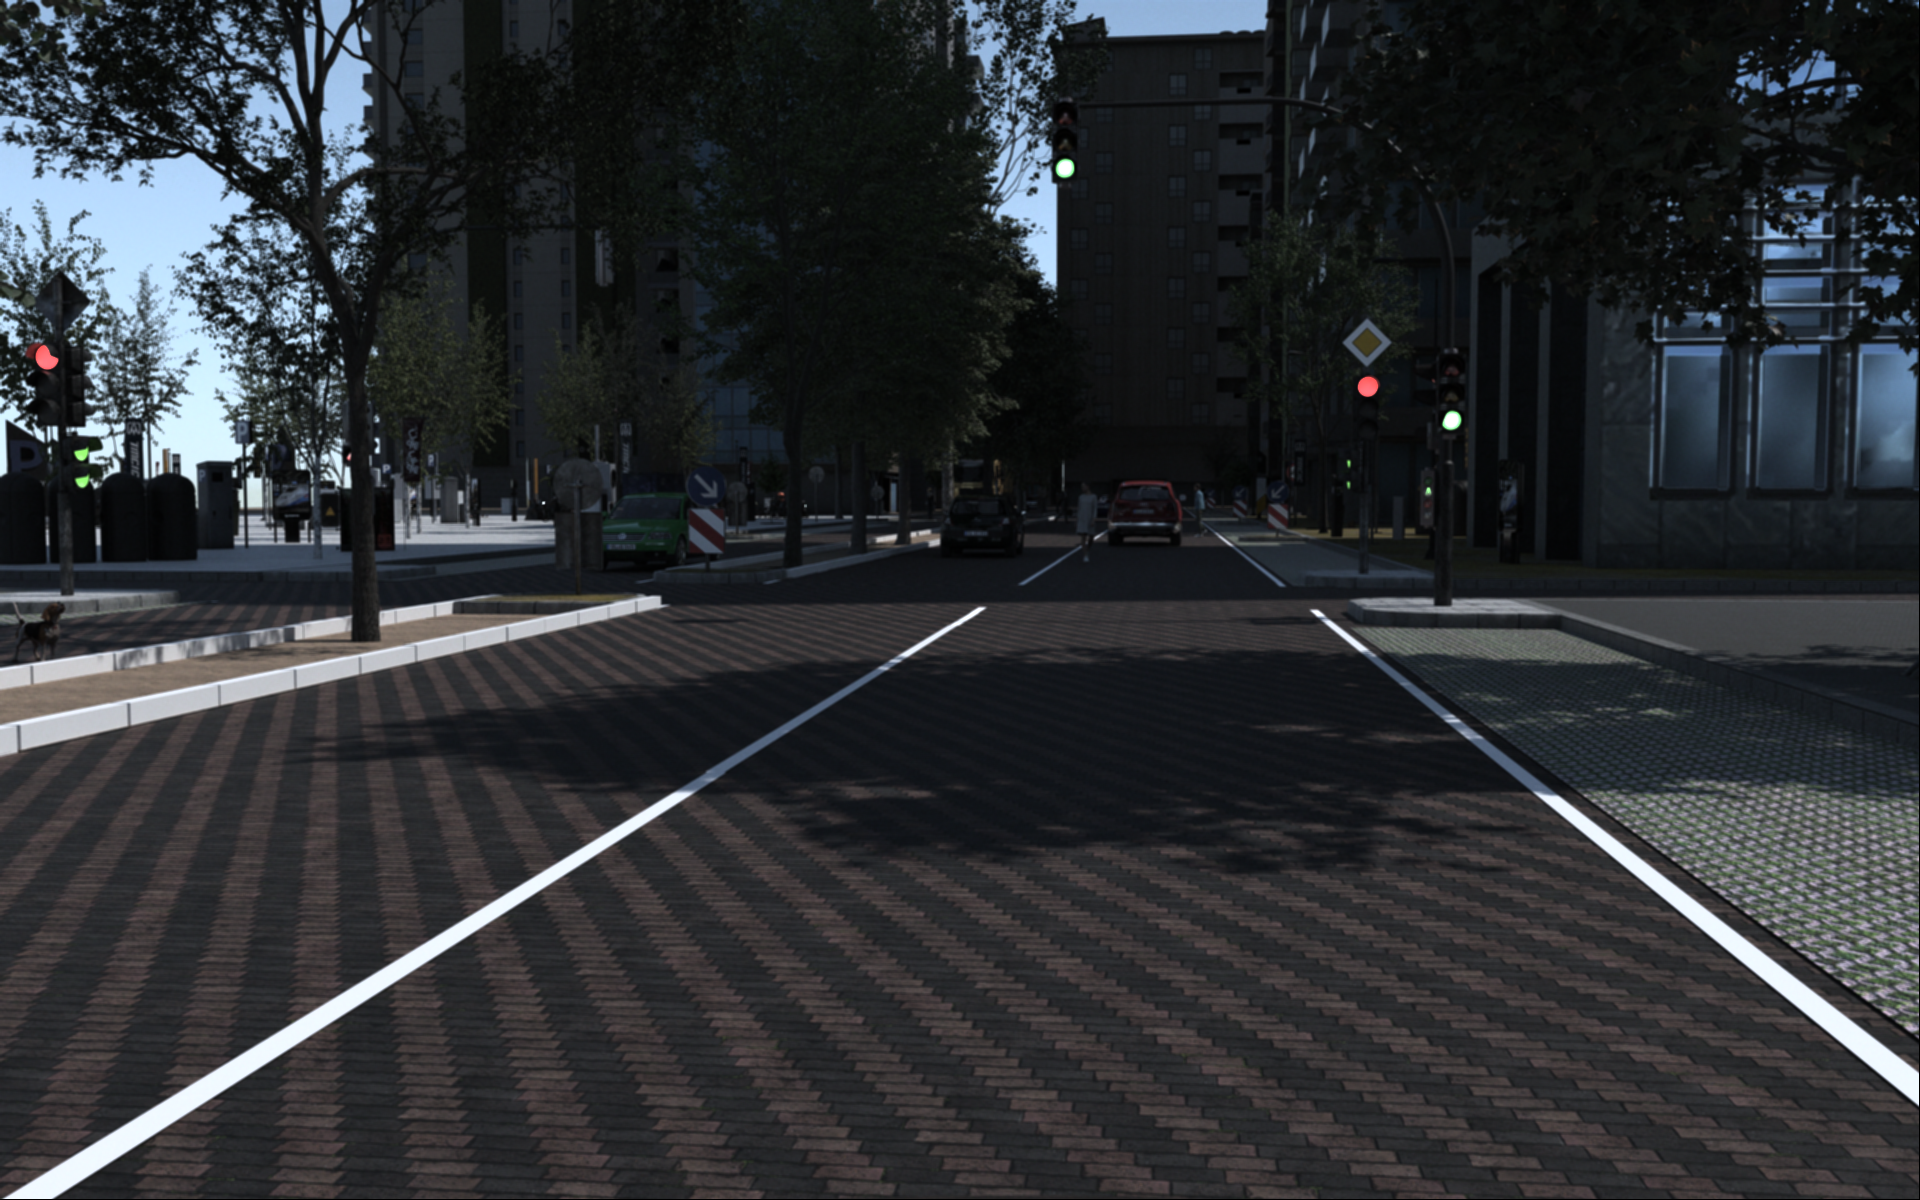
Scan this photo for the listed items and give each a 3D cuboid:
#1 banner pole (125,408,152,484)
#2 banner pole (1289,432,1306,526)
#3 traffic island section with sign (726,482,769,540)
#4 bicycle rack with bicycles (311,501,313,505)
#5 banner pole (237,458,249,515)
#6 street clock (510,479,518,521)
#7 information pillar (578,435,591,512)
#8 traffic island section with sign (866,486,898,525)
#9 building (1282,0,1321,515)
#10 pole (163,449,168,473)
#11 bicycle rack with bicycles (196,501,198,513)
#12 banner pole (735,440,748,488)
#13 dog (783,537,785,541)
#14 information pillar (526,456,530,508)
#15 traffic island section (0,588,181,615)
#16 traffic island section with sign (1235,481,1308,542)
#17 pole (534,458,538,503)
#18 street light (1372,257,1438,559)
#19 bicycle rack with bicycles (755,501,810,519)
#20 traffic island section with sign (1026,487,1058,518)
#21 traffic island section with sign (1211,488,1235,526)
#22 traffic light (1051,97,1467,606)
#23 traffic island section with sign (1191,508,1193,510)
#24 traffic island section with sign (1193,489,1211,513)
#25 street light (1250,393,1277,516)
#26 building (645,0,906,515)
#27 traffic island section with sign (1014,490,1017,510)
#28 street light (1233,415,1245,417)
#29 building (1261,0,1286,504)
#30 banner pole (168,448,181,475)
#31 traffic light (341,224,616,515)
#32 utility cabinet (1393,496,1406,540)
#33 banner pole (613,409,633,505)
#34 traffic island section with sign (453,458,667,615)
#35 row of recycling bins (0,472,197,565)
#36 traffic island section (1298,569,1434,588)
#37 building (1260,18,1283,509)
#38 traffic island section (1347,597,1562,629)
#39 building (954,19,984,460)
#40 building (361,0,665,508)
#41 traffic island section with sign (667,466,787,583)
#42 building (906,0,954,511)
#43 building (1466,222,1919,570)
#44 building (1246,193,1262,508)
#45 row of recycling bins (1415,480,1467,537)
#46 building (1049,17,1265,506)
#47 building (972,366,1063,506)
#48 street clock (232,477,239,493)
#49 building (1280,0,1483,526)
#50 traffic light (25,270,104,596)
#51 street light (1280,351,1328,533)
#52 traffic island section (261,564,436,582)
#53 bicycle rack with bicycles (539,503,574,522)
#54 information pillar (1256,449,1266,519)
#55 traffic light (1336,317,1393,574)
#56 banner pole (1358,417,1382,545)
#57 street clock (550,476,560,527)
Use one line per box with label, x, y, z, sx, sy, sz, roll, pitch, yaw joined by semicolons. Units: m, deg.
banner pole;-23.782;-3.687;50.307;0.863;3.779;0.401;-2;4;-30
banner pole;13.470;-4.859;69.469;0.863;3.779;0.401;0;4;3
traffic island section with sign;-7.095;-2.808;54.543;1.989;1.847;2.006;0;4;7
bicycle rack with bicycles;-33.234;-4.745;90.966;2.925;0.926;2.852;1;4;11
banner pole;-43.961;-7.094;105.995;0.401;3.779;0.863;1;4;19
street clock;-20.999;-4.709;81.564;0.358;2.002;0.471;-2;4;-29
information pillar;-14.978;-4.755;69.094;0.504;3.616;0.183;0;4;-6
traffic island section with sign;-3.895;-4.445;81.308;1.989;1.847;2.006;0;4;7
building;27.485;-26.040;109.343;14.154;41.232;14.086;0;4;7
pole;-35.928;-5.170;78.379;0.158;3.312;0.155;0;3;0
bicycle rack with bicycles;-37.835;-4.452;86.173;2.852;0.926;2.925;-3;4;-36
banner pole;-10.202;-5.541;80.604;0.863;3.779;0.401;-3;5;-44
dog;-5.133;-2.004;52.952;0.550;0.427;0.748;0;4;0
information pillar;-26.836;-7.114;107.669;0.183;3.616;0.504;-2;4;-28
traffic island section;-11.310;0.022;21.918;2.009;0.180;2.903;0;4;7
traffic island section with sign;9.433;-2.669;52.264;1.989;1.847;2.006;0;4;7
pole;-24.263;-6.436;99.074;0.158;3.312;0.155;0;3;0
street light;8.765;-3.760;34.017;1.470;5.913;1.316;0;4;7
bicycle rack with bicycles;-9.507;-4.628;89.051;2.925;0.926;2.852;1;4;22
traffic island section with sign;4.845;-5.824;103.363;2.006;1.907;1.989;0;4;7
traffic island section with sign;12.627;-4.306;79.030;1.989;1.847;2.006;0;4;7
traffic light;3.435;-2.767;19.907;4.771;5.953;1.251;0;4;7
traffic island section with sign;21.752;-8.995;155.703;1.989;1.847;2.006;0;4;7
traffic island section with sign;18.566;-7.358;128.936;1.989;1.847;2.006;0;4;7
street light;14.151;-6.524;79.208;1.470;5.913;1.316;0;4;7
building;-11.382;-28.273;112.376;14.600;45.320;14.200;0;4;7
traffic island section with sign;5.269;-9.149;158.215;1.989;1.847;2.006;0;4;7
street light;16.707;-7.899;101.684;1.470;5.913;1.316;0;4;7
building;34.418;-29.115;130.652;22.147;44.769;28.867;0;4;7
banner pole;-43.095;-6.418;94.959;0.401;3.779;0.863;3;4;38
traffic light;-8.239;-3.353;29.495;4.771;5.953;1.251;0;4;7
utility cabinet;12.452;-2.319;49.083;0.306;1.237;1.020;1;4;17
banner pole;-9.921;-3.719;50.829;0.863;3.779;0.401;2;4;27
traffic island section with sign;-4.922;-0.811;21.395;2.006;1.907;1.989;0;4;7
row of recycling bins;-16.247;-1.563;32.669;3.534;1.692;1.069;-3;5;-44
traffic island section;6.506;-0.340;27.839;2.009;0.180;2.903;0;4;7
building;34.005;-30.750;152.872;14.600;45.320;14.200;0;4;7
traffic island section;5.561;0.145;19.910;2.009;0.180;2.903;0;4;7
building;-13.285;-33.533;167.871;30.456;49.044;23.786;0;4;7
building;-42.971;-38.552;172.330;28.212;58.520;21.231;0;4;7
traffic island section with sign;-4.036;-1.261;28.749;2.006;1.907;1.989;0;4;7
building;-12.605;-36.173;133.434;21.231;58.520;28.212;0;4;7
building;27.663;-44.267;36.429;31.000;86.520;22.319;0;4;7
building;34.782;-24.205;167.460;14.160;30.474;14.107;0;4;7
row of recycling bins;15.110;-2.852;53.735;1.069;1.692;3.534;0;4;-6
building;24.954;-37.357;200.025;27.495;52.752;28.713;0;4;7
building;-3.049;-21.972;204.273;28.899;21.520;27.650;0;4;7
street clock;-31.528;-4.325;75.291;0.471;2.002;0.358;3;5;43
building;27.607;-28.155;79.935;23.786;49.044;30.456;0;4;7
traffic light;-11.272;-2.010;21.778;0.839;4.253;0.868;0;4;7
street light;11.341;-5.134;56.490;1.470;5.913;1.316;0;4;7
traffic island section;-10.366;-0.463;29.847;2.009;0.180;2.903;0;4;7
bicycle rack with bicycles;-18.032;-4.097;80.366;2.925;0.926;2.852;-1;4;-21
information pillar;15.442;-5.961;88.814;0.504;3.616;0.183;0;4;6
traffic light;6.468;-2.374;27.730;0.839;4.253;0.868;0;4;7
banner pole;10.407;-3.318;44.272;0.401;3.779;0.863;-2;4;-25
street clock;-15.719;-3.850;67.526;0.358;2.002;0.471;2;4;32
